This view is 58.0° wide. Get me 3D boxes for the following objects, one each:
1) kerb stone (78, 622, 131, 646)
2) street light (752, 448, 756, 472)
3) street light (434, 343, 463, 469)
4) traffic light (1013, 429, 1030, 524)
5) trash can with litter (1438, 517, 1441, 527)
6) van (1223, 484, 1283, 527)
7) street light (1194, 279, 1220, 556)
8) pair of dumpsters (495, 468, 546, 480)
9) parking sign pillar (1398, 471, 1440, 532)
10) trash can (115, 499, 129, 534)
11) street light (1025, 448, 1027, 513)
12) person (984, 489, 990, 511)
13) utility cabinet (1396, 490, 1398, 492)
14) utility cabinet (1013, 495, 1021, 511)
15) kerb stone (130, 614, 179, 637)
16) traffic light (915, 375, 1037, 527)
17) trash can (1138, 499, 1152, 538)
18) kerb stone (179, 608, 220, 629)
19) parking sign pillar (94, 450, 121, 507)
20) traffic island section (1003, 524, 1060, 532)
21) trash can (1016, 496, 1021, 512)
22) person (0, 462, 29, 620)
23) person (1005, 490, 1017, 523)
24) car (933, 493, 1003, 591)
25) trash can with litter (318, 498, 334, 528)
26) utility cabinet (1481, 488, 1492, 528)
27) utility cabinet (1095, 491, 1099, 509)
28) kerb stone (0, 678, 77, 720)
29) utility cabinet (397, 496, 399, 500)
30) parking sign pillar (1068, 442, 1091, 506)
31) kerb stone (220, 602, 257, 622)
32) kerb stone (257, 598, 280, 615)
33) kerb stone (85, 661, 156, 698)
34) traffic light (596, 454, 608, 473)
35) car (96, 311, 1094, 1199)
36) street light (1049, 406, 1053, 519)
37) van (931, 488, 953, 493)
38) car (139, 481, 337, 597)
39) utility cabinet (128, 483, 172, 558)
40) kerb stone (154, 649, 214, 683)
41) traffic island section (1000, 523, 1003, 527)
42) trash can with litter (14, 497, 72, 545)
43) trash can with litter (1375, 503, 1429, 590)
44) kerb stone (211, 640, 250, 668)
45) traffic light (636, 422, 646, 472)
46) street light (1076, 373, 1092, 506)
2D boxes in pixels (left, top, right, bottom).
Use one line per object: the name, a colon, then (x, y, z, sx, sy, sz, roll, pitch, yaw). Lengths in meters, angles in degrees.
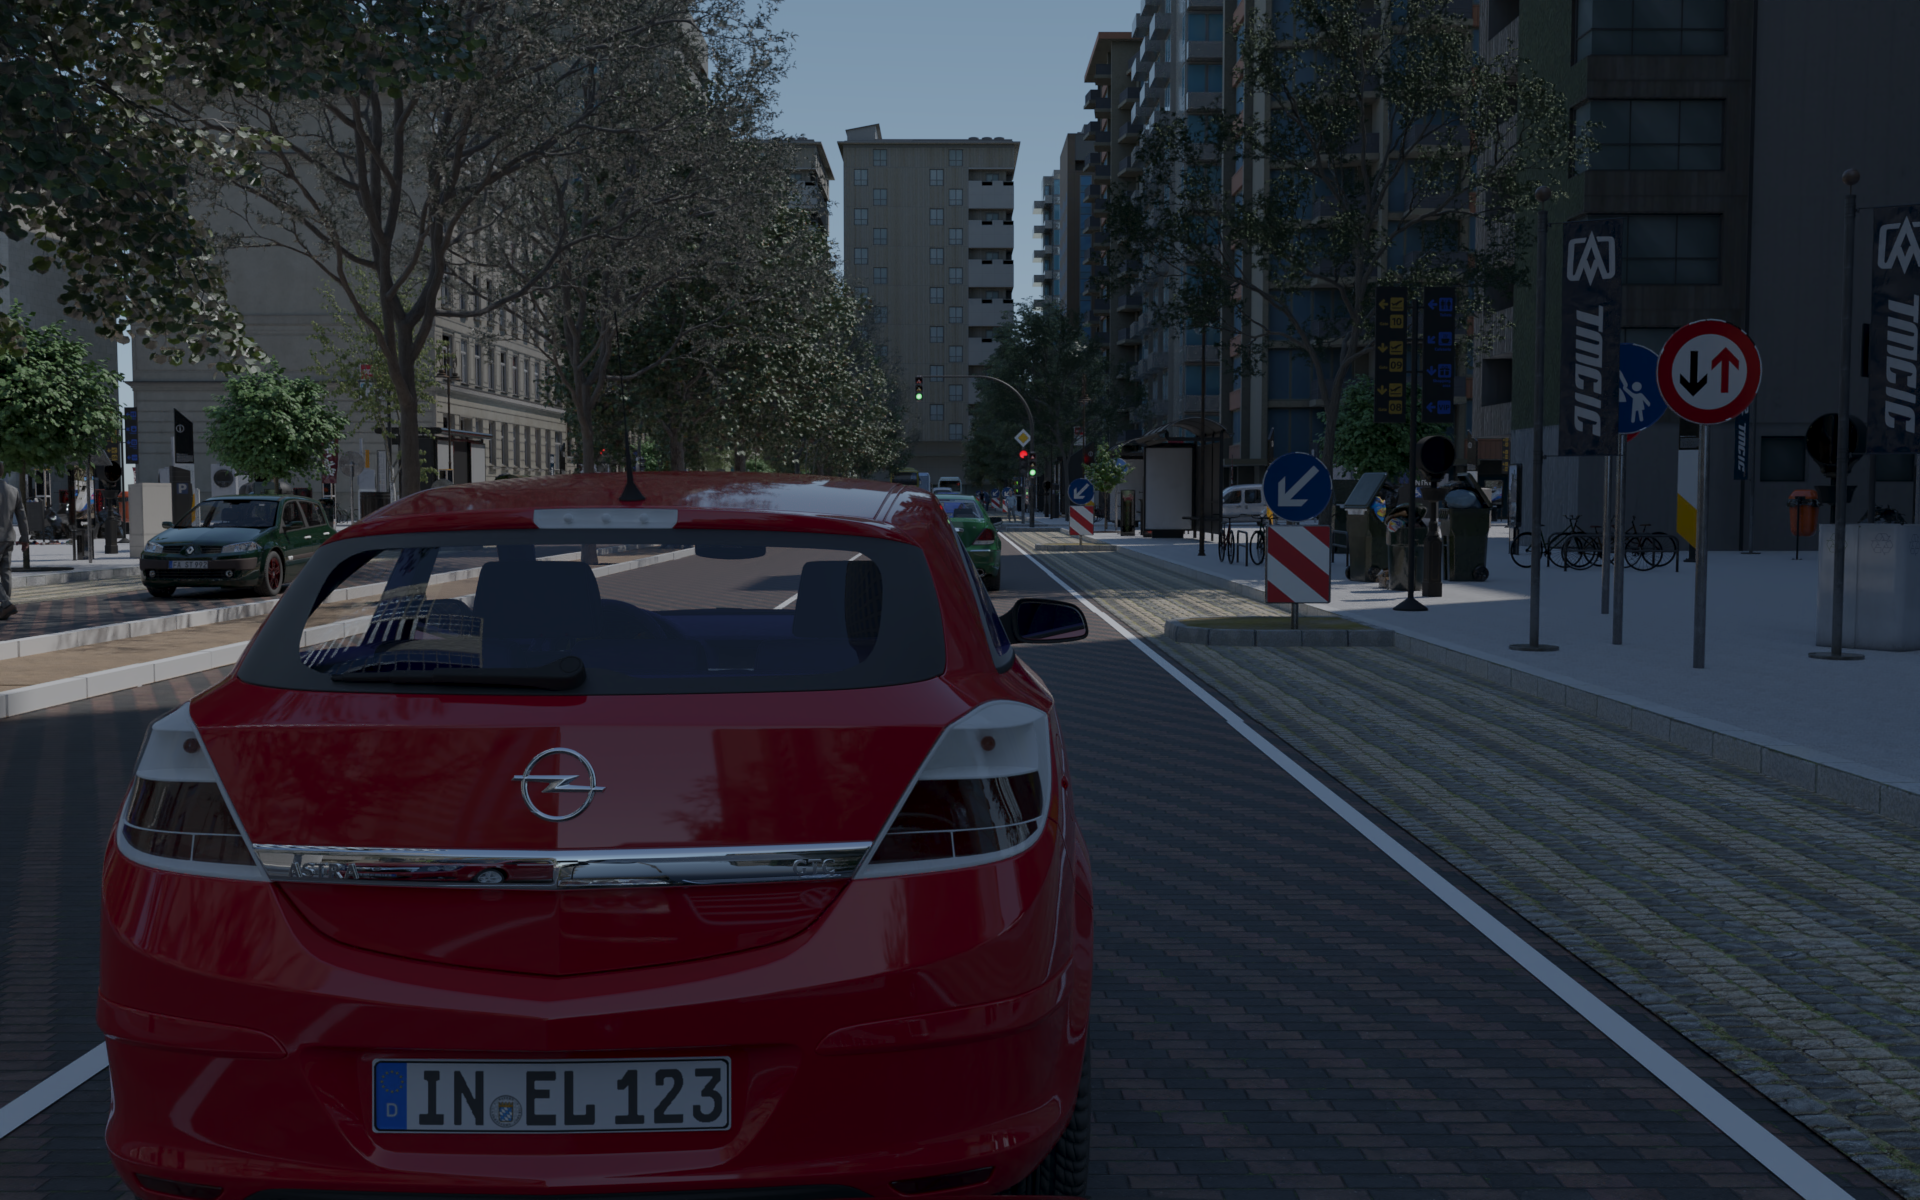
kerb stone: (-8.294, 0.339, 16.660, 0.120, 0.150, 1.000, 0, 4, 0)
street light: (-16.083, -10.002, 136.313, 0.468, 5.910, 1.993, 0, 4, 0)
street light: (-15.662, -4.914, 53.136, 0.468, 5.910, 1.993, 0, 4, 0)
traffic light: (2.702, -5.239, 74.580, 0.839, 4.253, 0.868, 0, 4, 0)
trash can with litter: (17.032, -3.236, 63.963, 2.233, 1.210, 1.678, -2, 4, -25)
van: (11.316, -3.940, 71.426, 4.112, 2.044, 2.013, 0, 4, 0)
street light: (5.026, -3.856, 35.830, 0.468, 5.910, 1.993, 0, 4, 0)
pair of dumpsters: (-16.126, -3.744, 63.708, 1.574, 2.255, 4.437, 0, 4, 0)
parking sign pillar: (15.575, -4.304, 58.846, 1.447, 3.967, 1.447, 2, 4, 27)
trash can: (-26.520, -2.663, 55.195, 0.748, 1.137, 0.748, 0, 3, 0)
street light: (4.516, -8.926, 118.730, 0.468, 5.910, 1.993, 0, 4, 0)
person: (2.095, -7.629, 133.409, 0.419, 1.800, 0.721, 2, 4, 28)
utility cabinet: (20.008, -4.336, 79.574, 1.173, 1.500, 0.318, 2, 4, 33)
utility cabinet: (4.456, -7.427, 132.600, 1.020, 1.237, 0.306, 2, 4, 27)
kerb stone: (-8.289, 0.276, 17.682, 0.120, 0.150, 1.000, 0, 4, 0)
traffic light: (0.654, -5.613, 66.442, 4.771, 5.953, 1.251, 0, 4, 0)
trash can: (5.639, -2.422, 51.246, 0.748, 1.137, 0.748, 0, 3, 0)
kerb stone: (-8.298, 0.213, 18.714, 0.120, 0.150, 1.000, 0, 4, 0)
parking sign pillar: (-42.754, -6.008, 86.707, 1.447, 3.967, 1.447, 2, 4, 28)
traffic island section: (2.786, -2.717, 66.709, 2.009, 0.180, 2.903, 0, 4, 0)
trash can: (4.461, -7.041, 126.768, 0.748, 1.137, 0.748, 0, 3, 0)
person: (-11.071, -0.688, 19.868, 0.853, 1.813, 0.709, 1, 4, 20)
person: (2.390, -4.345, 81.348, 0.589, 1.601, 0.330, 1, 4, 14)
car: (-0.358, -0.936, 27.095, 2.131, 1.459, 4.920, 0, 4, -2)
trash can with litter: (-20.190, -2.663, 54.926, 0.624, 1.170, 1.055, -2, 4, -26)
utility cabinet: (19.117, -3.393, 64.159, 1.173, 1.500, 0.318, -1, 4, -22)
utility cabinet: (9.339, -6.984, 122.872, 1.173, 1.500, 0.318, -1, 4, -14)
kerb stone: (-6.155, 0.649, 11.586, 0.120, 0.150, 1.000, 0, 4, 0)
utility cabinet: (-40.419, -6.939, 124.621, 1.020, 1.237, 0.306, 2, 4, 27)
parking sign pillar: (6.043, -6.050, 87.397, 1.447, 3.967, 1.447, -1, 4, -10)
kerb stone: (-8.299, 0.151, 19.736, 0.120, 0.150, 1.000, 0, 4, 0)
kerb stone: (-8.303, 0.090, 20.760, 0.120, 0.150, 1.000, 0, 4, 0)
kerb stone: (-6.165, 0.586, 12.616, 0.120, 0.150, 1.000, 0, 4, 0)
traffic light: (-13.715, -4.744, 66.489, 0.839, 4.253, 0.868, 0, 4, 0)
car: (-0.671, 0.257, 4.841, 2.155, 1.783, 4.494, 0, 4, -1)
street light: (4.648, -7.047, 88.006, 0.468, 5.910, 1.993, 0, 4, 0)
van: (-1.190, -6.448, 112.434, 2.013, 2.044, 4.112, 0, 4, -2)
car: (-10.457, -0.956, 25.417, 2.009, 1.686, 4.222, 0, 4, -1)
utility cabinet: (-16.299, -1.601, 34.862, 0.318, 1.500, 1.173, 0, 4, 2)
kerb stone: (-6.171, 0.529, 13.641, 0.120, 0.150, 1.000, 0, 4, 0)
traffic island section: (2.742, -3.206, 74.694, 2.009, 0.180, 2.903, 0, 4, 0)
trash can with litter: (-23.096, -1.999, 43.740, 2.233, 1.210, 1.678, 1, 4, 8)
trash can with litter: (5.863, -0.727, 23.272, 0.624, 1.170, 1.055, 0, 4, -8)
kerb stone: (-6.187, 0.465, 14.669, 0.120, 0.150, 1.000, 0, 4, 0)
traffic light: (-11.668, -6.107, 74.520, 4.771, 5.953, 1.251, 0, 4, 0)
street light: (4.725, -5.712, 66.183, 0.468, 5.910, 1.993, 0, 4, 0)
